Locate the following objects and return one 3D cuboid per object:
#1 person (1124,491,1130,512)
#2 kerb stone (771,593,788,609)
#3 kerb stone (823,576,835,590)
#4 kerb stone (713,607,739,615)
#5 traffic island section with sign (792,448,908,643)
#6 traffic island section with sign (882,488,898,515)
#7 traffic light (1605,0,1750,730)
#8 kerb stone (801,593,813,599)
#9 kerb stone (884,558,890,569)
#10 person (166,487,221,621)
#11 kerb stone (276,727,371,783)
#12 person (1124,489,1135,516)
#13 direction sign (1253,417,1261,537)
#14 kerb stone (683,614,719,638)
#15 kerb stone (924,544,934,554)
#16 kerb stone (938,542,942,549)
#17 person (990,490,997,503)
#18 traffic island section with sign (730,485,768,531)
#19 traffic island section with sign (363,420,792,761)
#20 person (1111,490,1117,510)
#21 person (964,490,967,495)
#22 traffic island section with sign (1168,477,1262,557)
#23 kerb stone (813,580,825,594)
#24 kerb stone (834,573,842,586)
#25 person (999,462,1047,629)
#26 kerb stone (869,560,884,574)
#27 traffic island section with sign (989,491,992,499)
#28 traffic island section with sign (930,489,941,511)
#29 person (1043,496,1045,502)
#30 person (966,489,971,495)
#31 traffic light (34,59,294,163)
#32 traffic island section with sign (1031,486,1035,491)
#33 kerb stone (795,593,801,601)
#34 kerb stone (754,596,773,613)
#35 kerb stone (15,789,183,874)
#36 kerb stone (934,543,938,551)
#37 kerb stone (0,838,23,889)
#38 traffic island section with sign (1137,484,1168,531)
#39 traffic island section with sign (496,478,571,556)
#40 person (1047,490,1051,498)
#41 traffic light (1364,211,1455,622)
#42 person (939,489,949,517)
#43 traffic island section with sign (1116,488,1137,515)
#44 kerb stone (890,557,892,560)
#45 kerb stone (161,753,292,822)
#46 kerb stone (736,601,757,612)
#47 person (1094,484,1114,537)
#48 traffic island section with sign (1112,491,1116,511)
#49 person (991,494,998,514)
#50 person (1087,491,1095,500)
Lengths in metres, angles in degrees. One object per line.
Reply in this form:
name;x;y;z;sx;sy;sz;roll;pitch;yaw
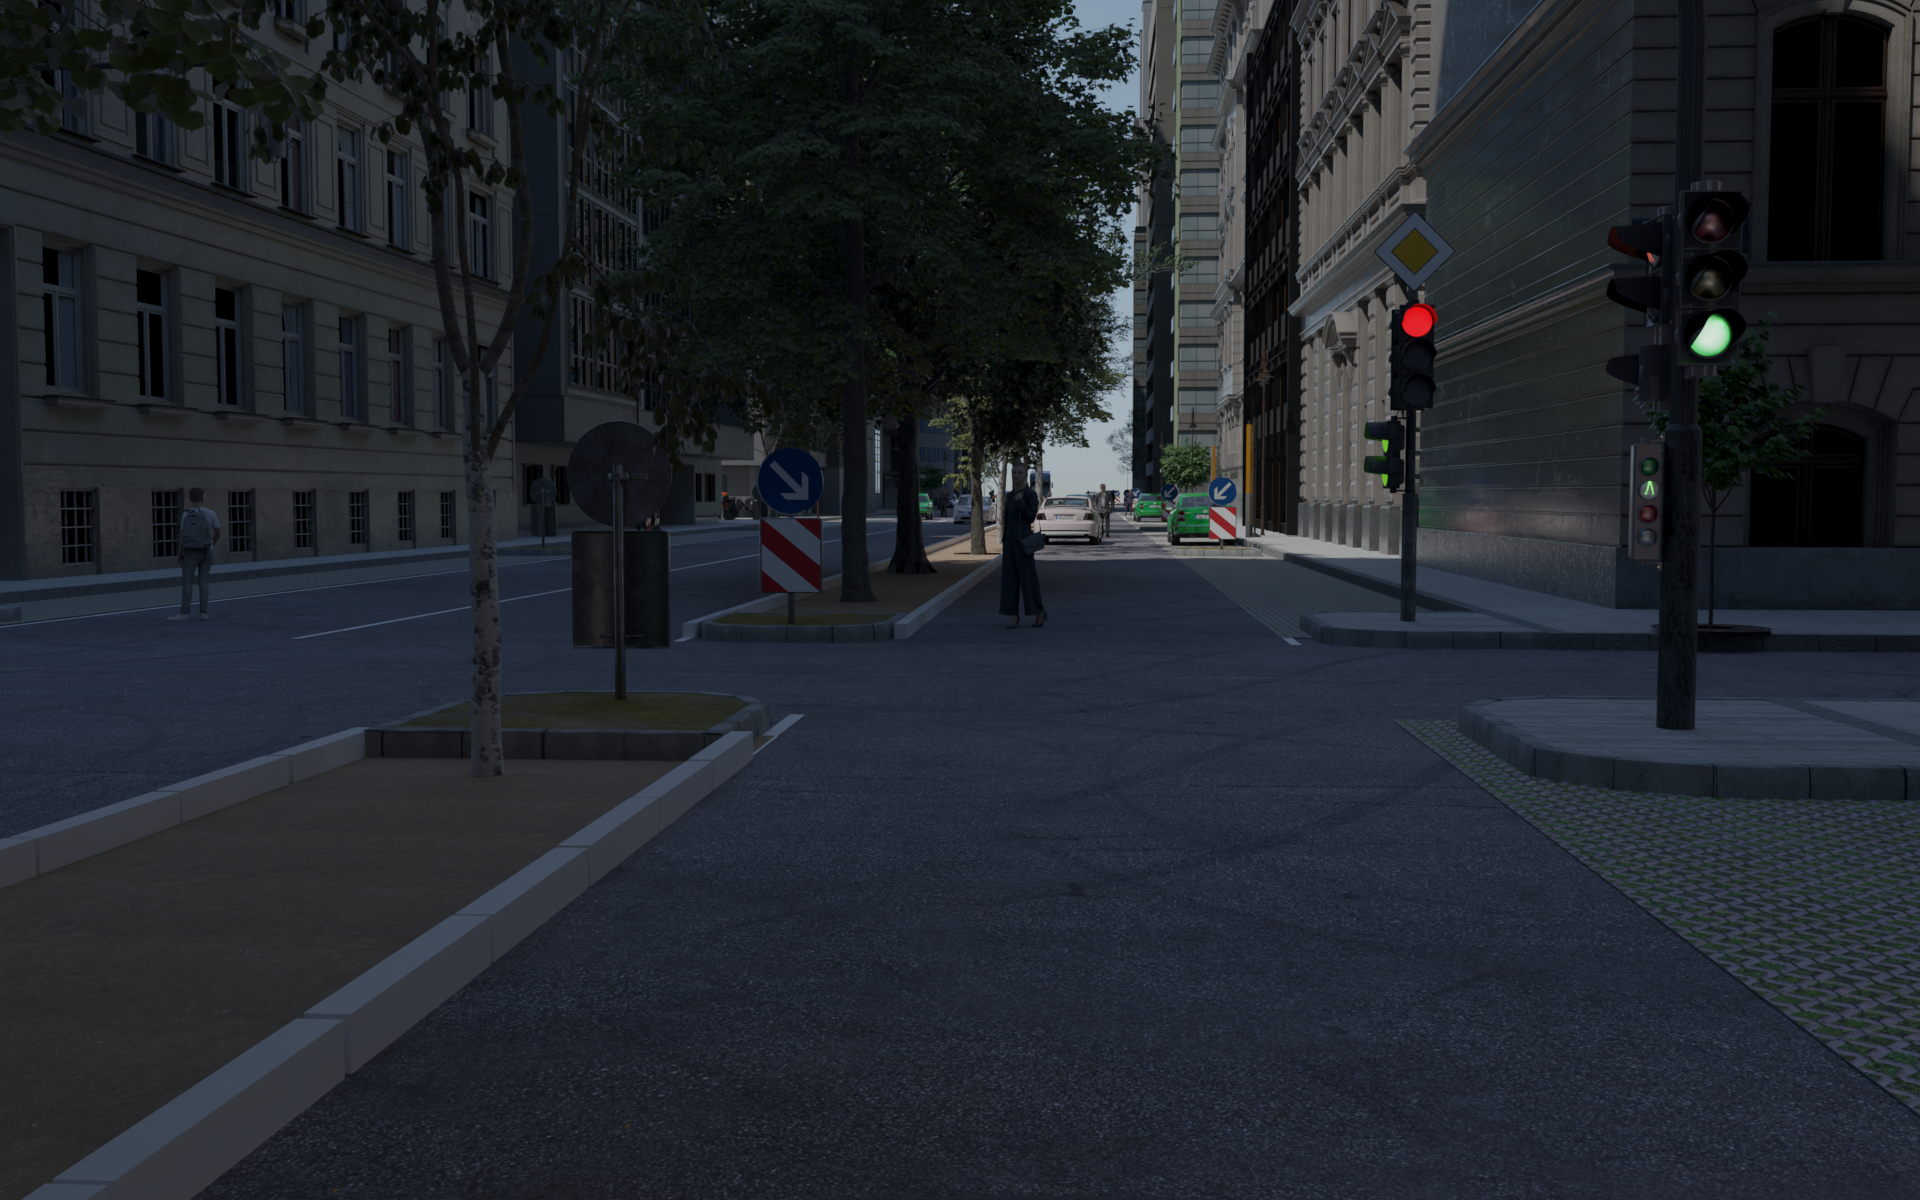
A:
person;13.590;-7.962;139.508;0.721;1.723;1.217;-2;4;-35
kerb stone;-2.342;0.024;21.795;0.120;0.150;1.000;0;4;4
kerb stone;-2.032;-0.226;25.888;0.120;0.150;1.000;0;4;4
kerb stone;-2.581;0.212;18.726;0.120;0.150;1.000;0;4;4
traffic island section with sign;-1.609;-0.580;17.614;2.006;1.907;1.989;0;4;4
traffic island section with sign;-4.179;-6.662;117.558;1.989;1.847;2.006;0;4;4
traffic light;1.811;-2.126;9.433;4.771;5.953;1.251;0;4;4
kerb stone;-2.196;-0.100;23.834;0.120;0.150;1.000;0;4;4
kerb stone;-1.502;-0.661;33.048;0.120;0.150;1.000;0;4;4
person;-8.671;-0.521;19.617;0.523;1.515;0.503;1;4;14
kerb stone;-3.303;0.806;9.028;0.120;0.150;1.000;0;4;4
person;11.048;-6.371;113.118;0.683;1.767;0.568;0;4;-2
direction sign;8.785;-3.640;51.512;0.379;3.537;0.876;1;4;15
kerb stone;-2.657;0.277;17.702;0.120;0.150;1.000;0;4;4
kerb stone;-0.791;-1.224;42.269;0.120;0.150;1.000;0;4;4
kerb stone;-0.640;-1.353;44.314;0.120;0.150;1.000;0;4;4
person;2.725;-7.863;137.776;0.721;1.736;1.217;-2;4;-29
traffic island section with sign;-7.904;-3.643;68.188;1.989;1.847;2.006;0;4;4
traffic island section with sign;-2.177;-0.128;10.228;2.006;1.907;1.989;0;4;4
person;13.505;-8.793;152.276;0.705;1.822;1.348;-1;4;-16
person;0.620;-8.406;146.653;0.721;1.743;1.217;1;4;18
traffic island section with sign;5.946;-1.940;40.350;1.989;1.847;2.006;0;4;4
kerb stone;-2.112;-0.158;24.863;0.120;0.150;1.000;0;4;4
kerb stone;-1.958;-0.287;26.908;0.120;0.150;1.000;0;4;4
person;0.652;-0.589;18.557;0.576;1.772;0.534;2;4;29
kerb stone;-1.573;-0.601;32.023;0.120;0.150;1.000;0;4;4
traffic island section with sign;4.155;-13.398;227.682;1.989;1.847;2.006;0;4;4
traffic island section with sign;-2.138;-8.315;144.582;1.989;1.847;2.006;0;4;4
person;4.533;-5.599;100.056;0.705;1.823;1.348;-3;4;-36
person;0.769;-8.119;141.332;1.350;1.814;0.705;-2;4;-34
traffic light;-9.518;-2.678;18.455;4.771;5.953;1.251;0;4;4
traffic island section with sign;4.047;-5.162;92.540;2.006;1.907;1.989;0;4;4
kerb stone;-2.271;-0.036;22.815;0.120;0.150;1.000;0;4;4
kerb stone;-2.425;0.087;20.768;0.120;0.150;1.000;0;4;4
kerb stone;-3.462;0.933;6.976;0.120;0.150;1.000;0;4;4
kerb stone;-0.715;-1.290;43.288;0.120;0.150;1.000;0;4;4
kerb stone;-3.540;0.993;5.957;0.120;0.150;1.000;0;4;4
traffic island section with sign;7.984;-3.584;67.229;1.989;1.847;2.006;0;4;4
traffic island section with sign;-9.980;-1.975;40.927;1.989;1.847;2.006;0;4;4
person;6.471;-7.128;125.955;0.530;1.710;0.541;0;4;-4
traffic light;4.506;-1.741;17.379;0.839;4.253;0.868;0;4;4
person;-0.978;-6.151;109.625;0.434;1.755;0.990;-3;4;-37
traffic island section with sign;11.706;-6.593;116.423;1.989;1.847;2.006;0;4;4
kerb stone;-1.417;-0.720;34.073;0.120;0.150;1.000;0;4;4
kerb stone;-3.388;0.868;7.996;0.120;0.150;1.000;0;4;4
kerb stone;-2.500;0.150;19.749;0.120;0.150;1.000;0;4;4
person;4.723;-2.932;56.837;0.661;1.777;0.834;0;4;-1
traffic island section with sign;13.760;-8.261;143.696;1.989;1.847;2.006;0;4;4
person;2.794;-7.006;123.763;1.217;1.743;0.721;1;4;11
person;11.080;-8.540;148.843;1.217;1.735;0.721;-2;4;-28
